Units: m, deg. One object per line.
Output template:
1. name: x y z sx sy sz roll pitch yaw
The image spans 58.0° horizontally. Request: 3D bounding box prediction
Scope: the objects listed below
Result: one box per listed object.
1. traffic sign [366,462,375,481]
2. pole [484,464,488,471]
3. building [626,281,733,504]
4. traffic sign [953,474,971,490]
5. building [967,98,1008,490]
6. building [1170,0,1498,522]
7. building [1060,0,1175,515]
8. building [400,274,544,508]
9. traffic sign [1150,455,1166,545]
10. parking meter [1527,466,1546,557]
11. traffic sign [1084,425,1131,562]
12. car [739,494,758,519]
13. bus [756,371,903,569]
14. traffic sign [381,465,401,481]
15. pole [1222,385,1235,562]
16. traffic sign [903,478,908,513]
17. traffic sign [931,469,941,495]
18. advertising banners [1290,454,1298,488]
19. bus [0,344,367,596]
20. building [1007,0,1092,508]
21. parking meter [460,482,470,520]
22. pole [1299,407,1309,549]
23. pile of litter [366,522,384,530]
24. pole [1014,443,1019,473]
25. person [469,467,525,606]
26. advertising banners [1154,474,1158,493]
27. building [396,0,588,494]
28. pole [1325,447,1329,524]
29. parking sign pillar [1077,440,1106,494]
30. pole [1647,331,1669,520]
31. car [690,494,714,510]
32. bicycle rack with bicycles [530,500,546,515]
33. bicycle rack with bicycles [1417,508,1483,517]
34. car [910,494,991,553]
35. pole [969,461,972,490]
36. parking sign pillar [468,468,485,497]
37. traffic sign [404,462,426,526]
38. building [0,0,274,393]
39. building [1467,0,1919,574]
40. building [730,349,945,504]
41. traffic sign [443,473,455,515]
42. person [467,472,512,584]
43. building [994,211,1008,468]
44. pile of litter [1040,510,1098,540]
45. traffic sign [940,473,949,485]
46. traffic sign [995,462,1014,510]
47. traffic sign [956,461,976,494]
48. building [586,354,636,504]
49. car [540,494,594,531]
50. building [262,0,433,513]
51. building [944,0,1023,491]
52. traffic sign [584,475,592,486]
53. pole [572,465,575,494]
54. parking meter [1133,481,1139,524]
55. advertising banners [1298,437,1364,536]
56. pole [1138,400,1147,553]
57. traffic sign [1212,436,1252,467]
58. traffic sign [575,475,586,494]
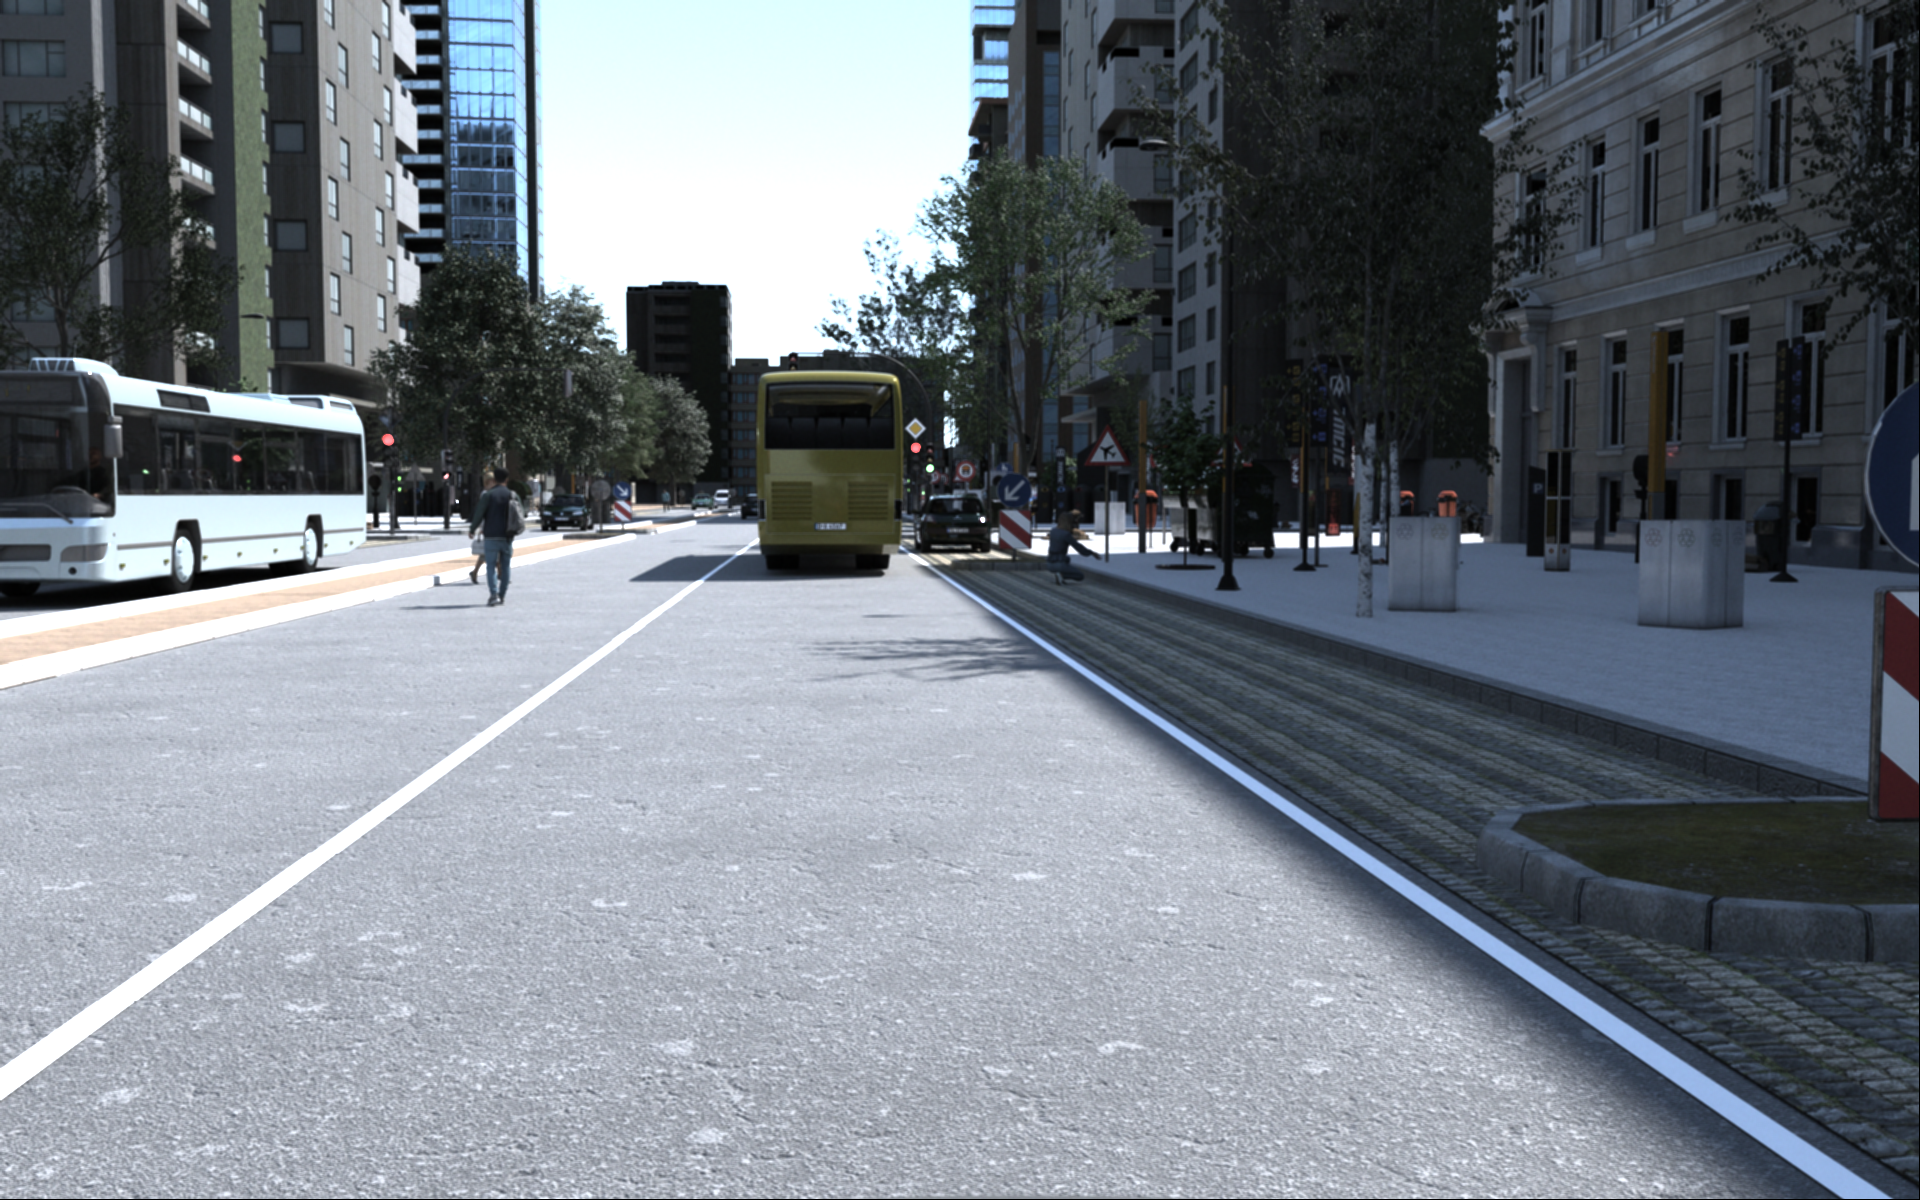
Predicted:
1. traffic sign: -23.203 -4.124 67.531 0.768 2.556 0.104 0 4 2
2. pole: -29.891 -7.061 109.286 0.158 3.312 0.155 0 3 0
3. building: -38.377 -28.520 237.994 14.107 30.474 14.160 0 4 -5
4. traffic sign: 0.056 -4.686 76.613 0.884 2.594 0.081 0 4 -3
5. building: 12.306 -32.787 190.684 22.147 44.769 28.867 0 4 -5
6. building: 18.413 -19.057 83.283 14.107 30.474 14.160 0 4 -5
7. building: 21.865 -32.271 116.873 28.713 52.752 27.495 0 4 -5
8. building: -52.441 -18.638 149.777 27.650 21.520 28.899 0 4 -5
9. traffic sign: 5.186 -2.680 43.926 0.768 2.556 0.104 0 4 1
10. parking meter: 11.863 -1.826 35.559 0.399 1.863 0.255 1 4 14
11. traffic sign: 2.760 -1.986 32.483 0.884 2.594 0.081 0 4 -3
12. car: -11.662 -5.475 99.295 2.009 1.686 4.222 0 4 -6
13. bus: -2.796 -2.716 35.948 2.896 3.916 12.252 0 4 -5
14. traffic sign: -22.387 -4.164 68.181 0.768 2.556 0.104 0 4 -1
15. pole: 5.042 -2.367 32.539 0.158 3.312 0.155 0 3 0
16. traffic sign: -3.680 -7.017 114.835 0.768 2.556 0.104 0 4 -2
17. traffic sign: -1.360 -5.384 88.139 0.768 2.556 0.104 0 4 -4
18. advertising banners: 15.309 -4.842 75.357 2.074 3.025 0.090 2 4 29
19. bus: -12.387 -1.974 27.130 2.948 3.499 13.247 0 4 -4
20. building: 11.851 -30.821 154.038 14.600 45.320 14.200 0 4 -5
21. parking meter: -24.803 -4.960 86.806 0.399 1.863 0.255 -3 5 -40
22. pole: 8.091 -2.865 40.678 0.158 3.312 0.155 0 3 0
23. pile of litter: -21.565 -2.944 62.093 1.719 0.858 1.176 -1 4 -10
24. pole: 2.229 -4.581 68.736 0.158 3.312 0.155 0 3 0
25. person: -5.950 -0.828 22.383 0.623 1.781 0.721 -3 5 -44
26. advertising banners: 10.048 -5.725 89.798 0.090 3.025 2.074 1 4 21
27. building: -57.931 -53.489 187.212 31.000 86.520 22.319 0 4 -5
28. pole: 14.885 -4.671 70.213 0.158 3.312 0.155 0 3 0
29. parking sign pillar: 5.941 -5.492 78.265 1.447 3.967 1.447 0 4 6
30. pole: 8.793 -1.713 21.856 0.158 3.312 0.155 0 3 0
31. car: -23.469 -8.929 157.787 2.131 1.459 4.920 0 4 -5
32. bicycle rack with bicycles: -25.029 -5.816 108.469 2.925 0.926 2.852 2 4 31
33. bicycle rack with bicycles: 18.893 -3.207 65.816 2.925 0.926 2.852 1 4 19
34. car: -0.215 -2.061 43.483 2.009 1.686 4.222 0 4 -5
35. pole: 0.670 -6.997 108.243 0.158 3.312 0.155 0 3 0
36. parking sign pillar: -37.791 -8.989 135.445 1.447 3.967 1.447 0 4 8
37. traffic sign: -21.941 -4.265 69.741 0.884 2.594 0.081 0 4 2
38. building: -40.695 -24.143 78.339 14.154 41.232 14.086 0 4 -5
39. building: 20.894 -15.298 36.030 13.634 28.700 20.117 0 4 -5
40. building: -17.552 -24.622 247.614 28.899 21.520 27.650 0 4 -5
41. traffic sign: -25.261 -5.110 85.686 0.606 2.300 0.079 0 4 1
42. person: -7.527 -1.150 27.660 0.624 1.780 0.694 1 4 9
43. building: 10.115 -24.292 168.867 14.160 30.474 14.107 0 4 -5
44. pile of litter: 3.080 -2.102 48.338 1.719 0.858 1.176 3 5 42
45. traffic sign: -1.037 -6.355 104.004 0.768 2.556 0.104 0 4 3
46. traffic sign: 1.798 -4.262 69.782 0.768 2.556 0.104 0 4 3
47. traffic sign: 0.225 -4.028 65.957 0.768 2.556 0.104 0 4 -2
48. building: -60.849 -24.380 243.647 28.899 21.520 27.650 0 4 -5
49. car: -15.464 -3.578 68.293 2.009 1.686 4.222 0 4 -6
50. building: -49.876 -31.702 107.561 28.713 52.752 27.495 0 4 -5
51. building: 13.133 -56.996 244.558 31.000 86.520 22.319 0 4 -5
52. traffic sign: -25.257 -7.165 117.252 0.768 2.556 0.104 0 4 3
53. pole: -25.385 -7.329 113.677 0.158 3.312 0.155 0 3 0
54. parking meter: 7.644 -4.206 74.477 0.399 1.863 0.255 2 4 27
55. advertising banners: 11.378 -3.469 52.901 2.074 3.025 0.090 -1 4 -15
56. pole: 3.982 -2.687 37.769 0.158 3.312 0.155 0 3 0
57. traffic sign: 5.221 -2.055 33.610 0.884 2.594 0.081 0 4 1
58. traffic sign: -25.571 -7.124 116.591 0.768 2.556 0.104 0 4 -3
